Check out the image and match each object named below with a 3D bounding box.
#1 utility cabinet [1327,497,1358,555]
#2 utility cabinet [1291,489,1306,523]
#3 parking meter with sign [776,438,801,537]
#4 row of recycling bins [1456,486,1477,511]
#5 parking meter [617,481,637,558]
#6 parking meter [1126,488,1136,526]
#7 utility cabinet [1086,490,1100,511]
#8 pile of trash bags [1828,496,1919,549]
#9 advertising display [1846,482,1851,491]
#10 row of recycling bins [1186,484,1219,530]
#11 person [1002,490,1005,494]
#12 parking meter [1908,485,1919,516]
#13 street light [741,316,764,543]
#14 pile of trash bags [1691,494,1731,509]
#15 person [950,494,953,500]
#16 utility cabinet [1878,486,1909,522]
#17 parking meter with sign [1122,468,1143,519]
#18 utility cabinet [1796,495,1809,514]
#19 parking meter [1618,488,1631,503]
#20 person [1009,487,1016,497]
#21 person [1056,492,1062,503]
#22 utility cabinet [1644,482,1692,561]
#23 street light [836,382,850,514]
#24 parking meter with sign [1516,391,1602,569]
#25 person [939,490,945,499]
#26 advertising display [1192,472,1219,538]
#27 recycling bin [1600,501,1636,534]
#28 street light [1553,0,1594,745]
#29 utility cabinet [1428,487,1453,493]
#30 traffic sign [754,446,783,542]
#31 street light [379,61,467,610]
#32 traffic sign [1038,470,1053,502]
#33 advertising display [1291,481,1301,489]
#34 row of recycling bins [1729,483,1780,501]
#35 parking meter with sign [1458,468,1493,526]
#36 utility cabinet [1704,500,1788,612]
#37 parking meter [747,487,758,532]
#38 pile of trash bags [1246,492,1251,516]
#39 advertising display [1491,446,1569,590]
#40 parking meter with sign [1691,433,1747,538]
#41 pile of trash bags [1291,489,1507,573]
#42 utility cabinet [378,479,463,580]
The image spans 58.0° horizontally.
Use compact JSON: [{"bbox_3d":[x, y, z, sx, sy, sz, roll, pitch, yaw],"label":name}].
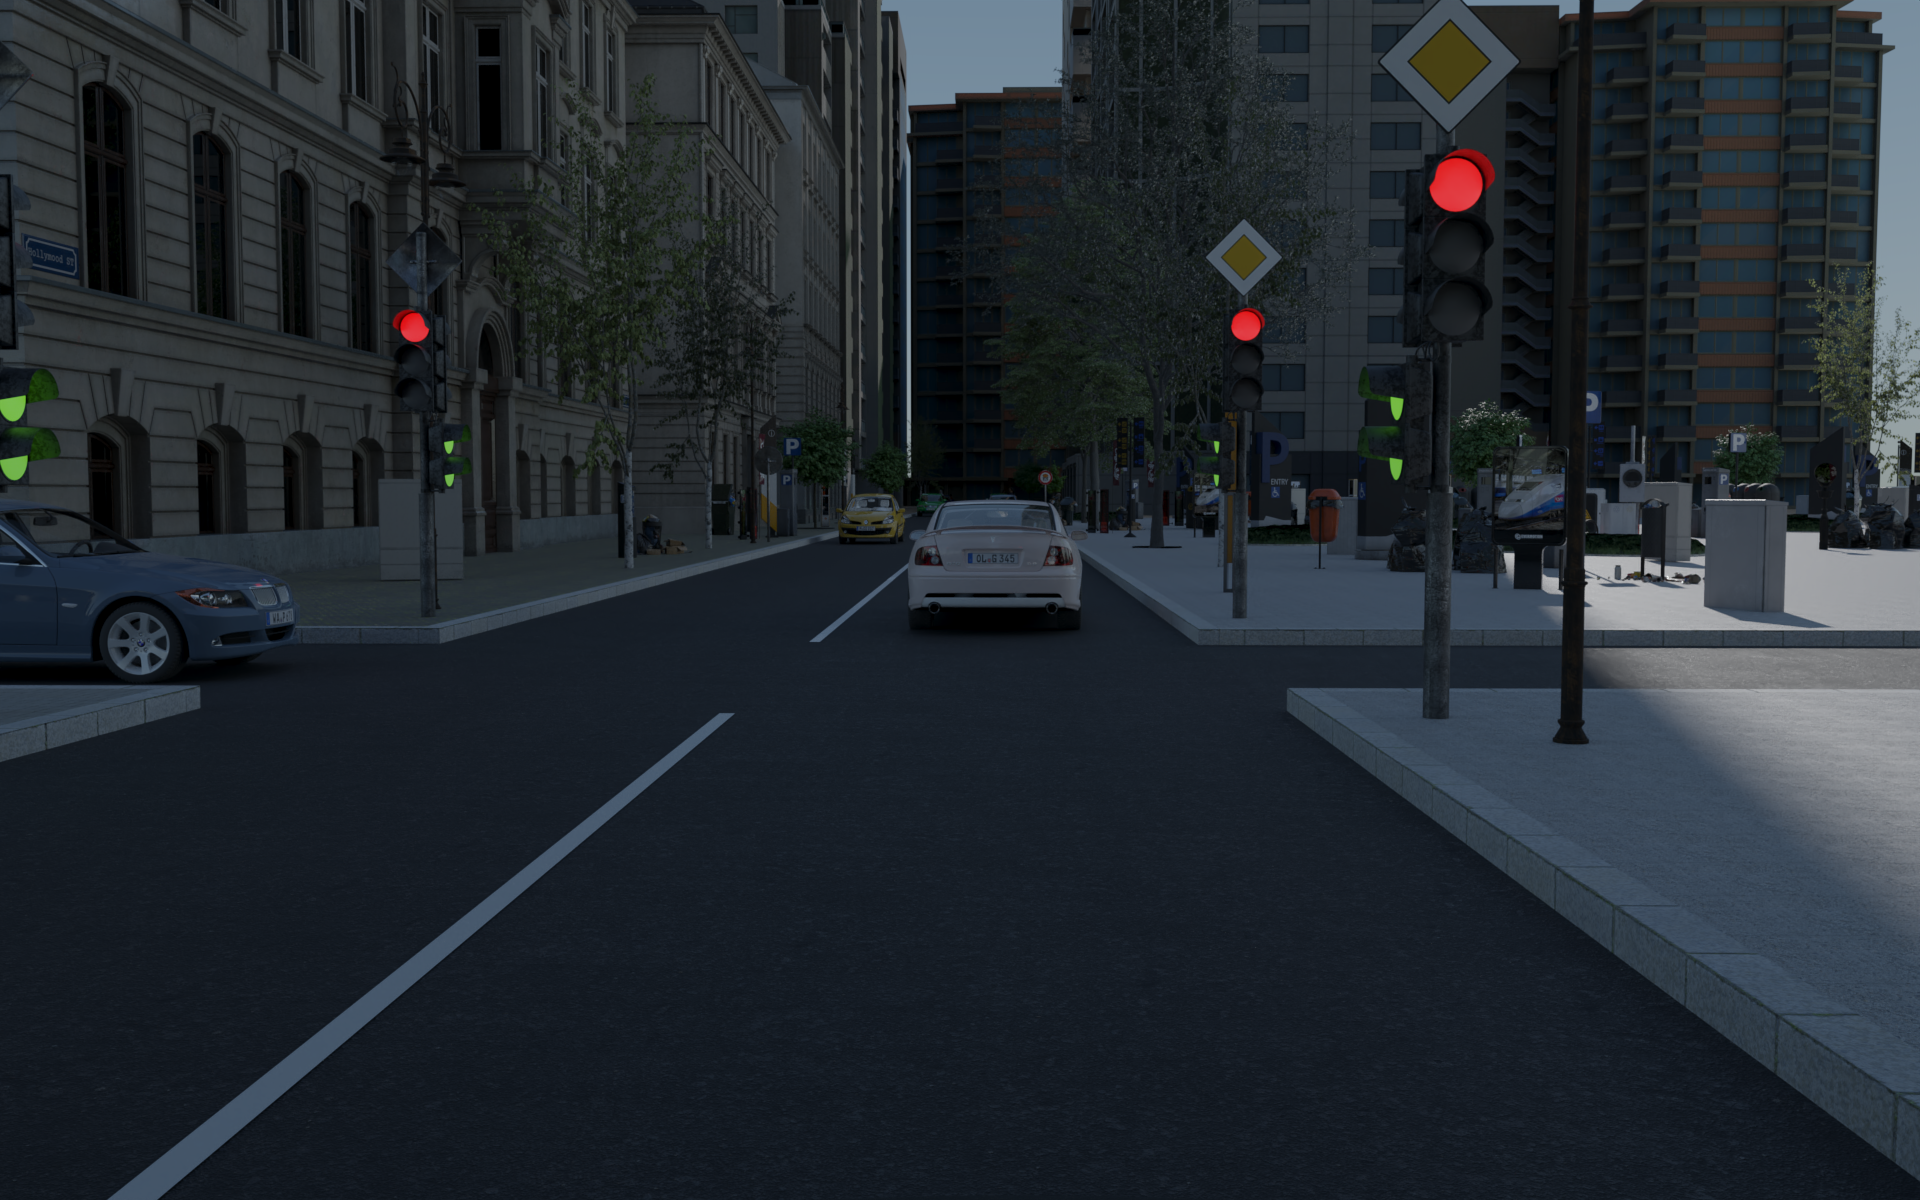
[{"bbox_3d":[8.303,-1.558,36.632,1.020,1.237,0.306,2,4,25],"label":"utility cabinet"},{"bbox_3d":[13.756,-3.820,71.131,0.318,1.500,1.173,3,5,40],"label":"utility cabinet"},{"bbox_3d":[-5.256,-3.463,52.876,0.543,3.016,1.738,0,4,5],"label":"parking meter with sign"},{"bbox_3d":[23.734,-4.680,83.636,3.534,1.692,1.069,0,4,-2],"label":"row of recycling bins"},{"bbox_3d":[-6.698,-1.617,34.848,0.372,1.533,0.369,0,3,0],"label":"parking meter"},{"bbox_3d":[6.889,-3.753,69.771,0.372,1.533,0.369,0,3,0],"label":"parking meter"},{"bbox_3d":[6.646,-4.710,85.689,1.173,1.500,0.318,0,4,-4],"label":"utility cabinet"},{"bbox_3d":[22.498,-1.924,41.208,3.447,1.369,1.912,-1,4,-17],"label":"pile of trash bags"},{"bbox_3d":[45.776,-5.192,90.110,0.974,1.923,0.123,1,4,14],"label":"advertising display"},{"bbox_3d":[9.188,-3.446,63.451,1.069,1.692,3.534,-1,4,-11],"label":"row of recycling bins"},{"bbox_3d":[4.083,-9.318,160.864,0.705,1.822,1.348,-1,4,-16],"label":"person"},{"bbox_3d":[25.409,-2.301,46.029,0.372,1.533,0.369,0,3,0],"label":"parking meter"},{"bbox_3d":[-5.392,-4.416,44.983,0.468,5.910,1.993,0,4,1],"label":"street light"},{"bbox_3d":[23.626,-2.804,55.603,3.447,1.369,1.912,-2,4,-35],"label":"pile of trash bags"},{"bbox_3d":[-0.856,-9.029,159.382,0.557,1.426,1.065,2,4,26],"label":"person"},{"bbox_3d":[27.360,-2.570,50.691,0.318,1.500,1.173,-1,4,-9],"label":"utility cabinet"},{"bbox_3d":[8.848,-5.691,89.308,0.543,3.016,1.738,-2,4,-29],"label":"parking meter with sign"},{"bbox_3d":[40.452,-4.375,82.700,0.306,1.237,1.020,-2,4,-29],"label":"utility cabinet"},{"bbox_3d":[27.101,-3.818,70.831,0.372,1.533,0.369,0,3,0],"label":"parking meter"},{"bbox_3d":[2.791,-5.280,94.833,0.705,1.822,1.348,2,4,34],"label":"person"},{"bbox_3d":[9.779,-10.041,172.670,1.348,1.824,0.705,-3,5,-43],"label":"person"},{"bbox_3d":[13.479,-1.487,32.984,0.318,1.500,1.173,0,4,-8],"label":"utility cabinet"},{"bbox_3d":[-4.857,-6.053,71.755,0.468,5.910,1.993,0,4,1],"label":"street light"},{"bbox_3d":[10.321,-2.070,30.107,0.543,3.016,1.738,-1,4,-18],"label":"parking meter with sign"},{"bbox_3d":[-1.545,-7.534,132.418,1.217,1.736,0.721,3,5,43],"label":"person"},{"bbox_3d":[7.342,-2.804,51.062,0.974,1.923,0.123,-1,4,-8],"label":"advertising display"},{"bbox_3d":[17.970,-2.126,47.317,0.722,1.027,0.722,0,4,0],"label":"recycling bin"},{"bbox_3d":[3.158,-2.201,8.775,0.468,5.910,1.993,0,4,1],"label":"street light"},{"bbox_3d":[13.571,-2.521,49.894,1.173,1.500,0.318,3,4,38],"label":"utility cabinet"},{"bbox_3d":[-5.118,-2.821,46.236,0.768,2.556,0.104,0,4,4],"label":"traffic sign"},{"bbox_3d":[-5.878,-2.835,19.133,0.468,5.910,1.993,0,4,1],"label":"street light"},{"bbox_3d":[4.600,-5.699,93.288,0.768,2.556,0.104,0,4,7],"label":"traffic sign"},{"bbox_3d":[15.995,-4.801,83.707,0.974,1.923,0.123,-1,4,-17],"label":"advertising display"},{"bbox_3d":[31.181,-3.754,68.489,1.069,1.692,3.534,0,4,-6],"label":"row of recycling bins"},{"bbox_3d":[15.743,-3.378,51.494,1.738,3.016,0.543,2,4,26],"label":"parking meter with sign"},{"bbox_3d":[8.730,-0.495,19.263,0.306,1.237,1.020,-1,4,-13],"label":"utility cabinet"},{"bbox_3d":[-7.041,-3.075,58.683,0.372,1.533,0.369,0,3,0],"label":"parking meter"},{"bbox_3d":[12.093,-3.349,64.508,3.447,1.369,1.912,2,4,31],"label":"pile of trash bags"},{"bbox_3d":[7.661,-1.106,23.301,0.974,1.923,0.123,2,4,27],"label":"advertising display"},{"bbox_3d":[21.931,-3.302,50.250,0.543,3.016,1.738,-1,4,-17],"label":"parking meter with sign"},{"bbox_3d":[7.536,-1.194,29.267,3.447,1.369,1.912,2,4,26],"label":"pile of trash bags"},{"bbox_3d":[-8.004,-1.041,25.707,1.173,1.500,0.318,-1,4,-20],"label":"utility cabinet"}]
